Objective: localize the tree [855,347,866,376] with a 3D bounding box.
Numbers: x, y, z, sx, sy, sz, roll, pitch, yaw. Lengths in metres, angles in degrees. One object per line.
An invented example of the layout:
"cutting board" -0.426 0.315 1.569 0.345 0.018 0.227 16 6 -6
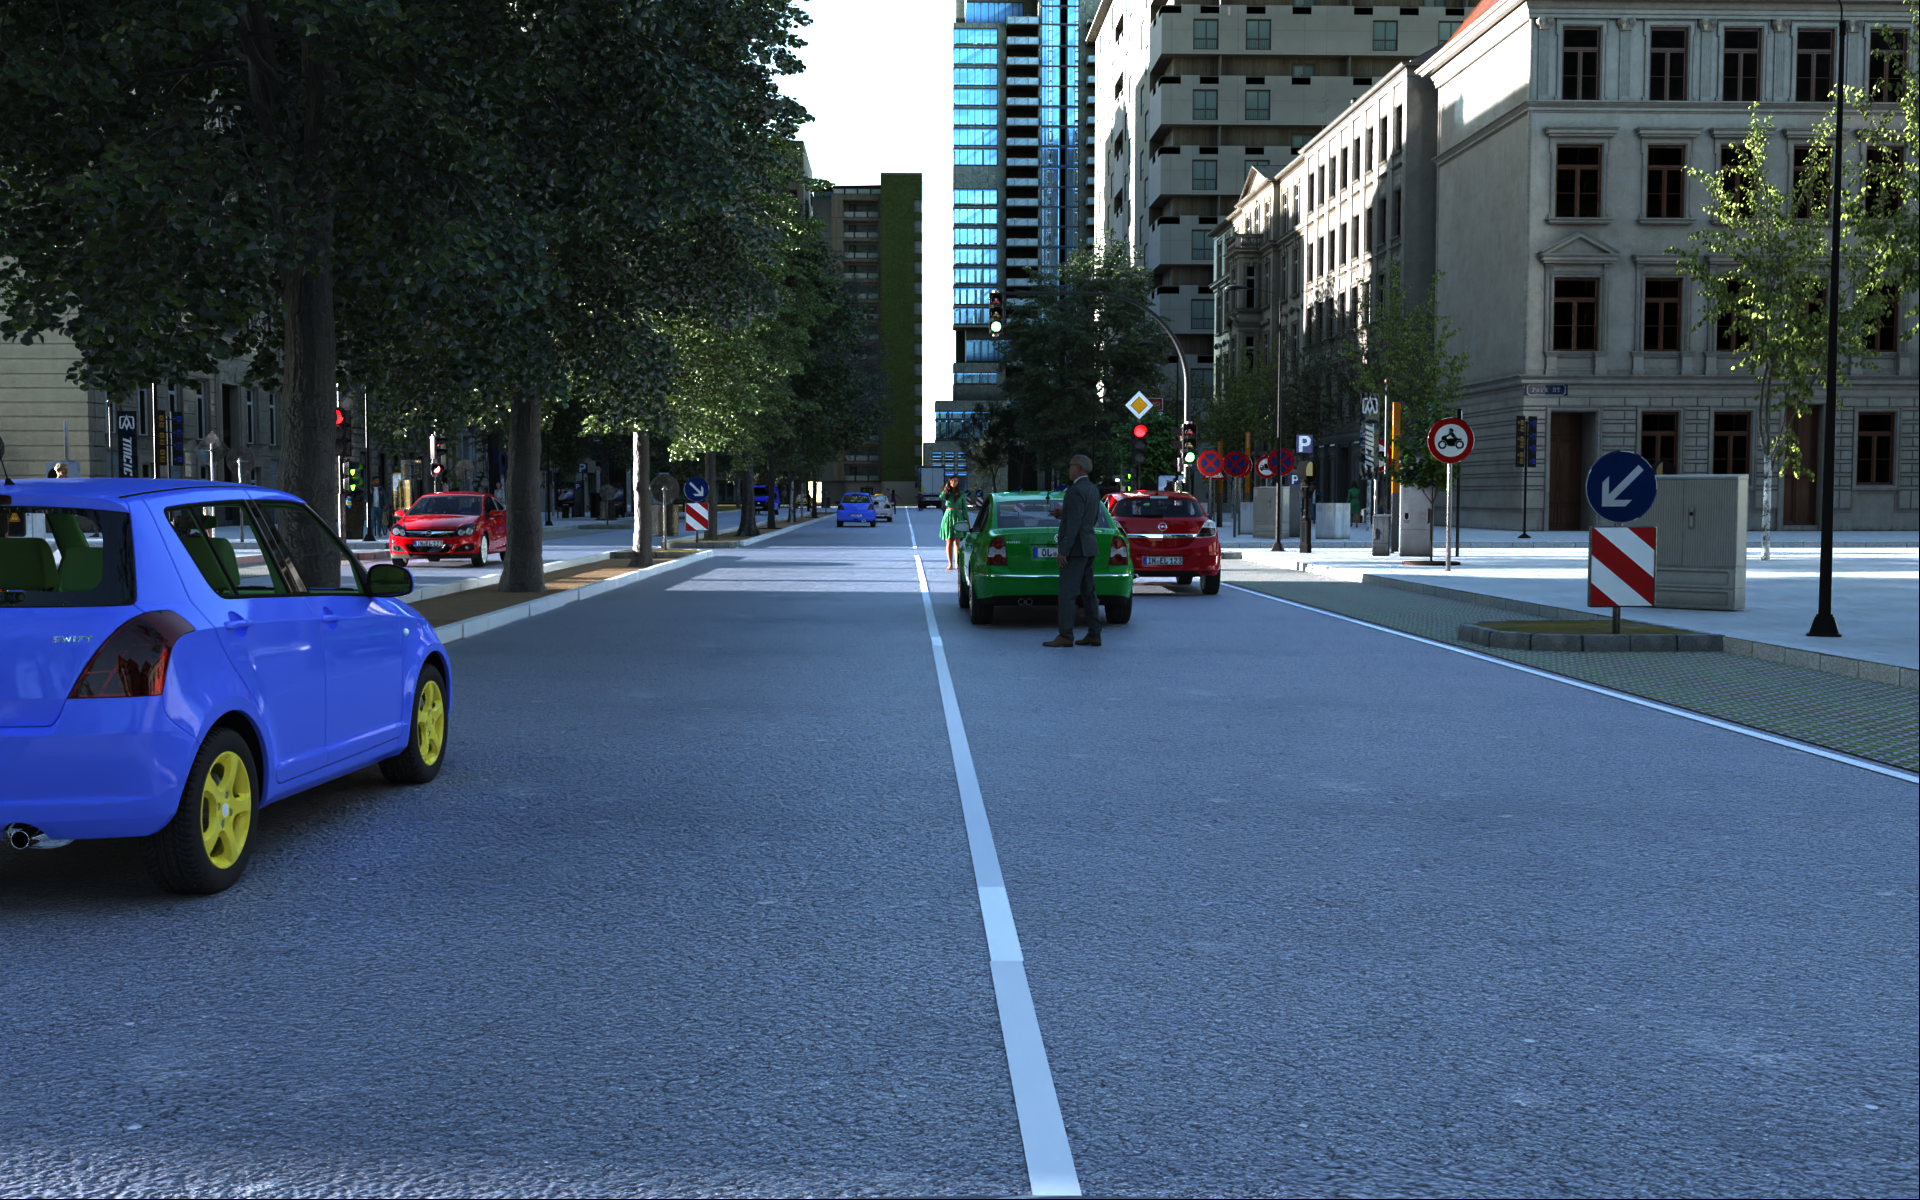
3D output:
"tree" -8.634 -10.233 87.886 7.486 12.596 7.792 0 3 0

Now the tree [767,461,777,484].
"tree" -20.925 -16.693 198.688 9.928 11.665 9.643 0 3 0

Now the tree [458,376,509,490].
"tree" -24.972 -8.712 92.809 4.360 8.622 3.978 0 3 0

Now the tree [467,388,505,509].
"tree" -25.591 -8.195 84.345 4.737 8.622 4.395 0 3 0

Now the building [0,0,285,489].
"building" -34.714 -16.580 68.346 12.463 27.353 25.104 0 4 -2

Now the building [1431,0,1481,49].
"building" 28.699 -34.074 146.344 28.713 52.752 27.495 0 4 -2

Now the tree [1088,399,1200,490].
"tree" 6.566 -4.644 59.639 4.285 4.588 4.351 0 3 0

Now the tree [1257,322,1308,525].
"tree" 14.069 -7.389 71.171 4.360 8.622 3.978 0 3 0

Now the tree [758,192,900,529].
"tree" -7.661 -9.621 70.125 12.009 13.543 11.850 0 3 0

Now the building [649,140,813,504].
"building" -30.235 -36.841 226.044 21.600 48.544 21.300 0 4 -2

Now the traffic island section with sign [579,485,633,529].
"traffic island section with sign" -14.523 -3.830 71.241 1.989 1.847 2.006 0 4 -2

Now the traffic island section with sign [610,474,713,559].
"traffic island section with sign" -6.754 -1.895 39.123 2.006 1.907 1.989 0 4 -2

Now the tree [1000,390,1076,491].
"tree" 5.590 -9.609 107.476 4.360 8.622 3.978 0 3 0

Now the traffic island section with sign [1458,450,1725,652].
"traffic island section with sign" 5.895 -0.485 16.558 1.989 1.847 2.006 0 4 -2

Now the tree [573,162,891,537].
"tree" -7.166 -8.491 58.296 9.611 12.733 9.660 0 3 0

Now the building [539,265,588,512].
"building" -36.031 -21.792 127.996 14.160 30.474 14.107 0 4 -2

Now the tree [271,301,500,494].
"tree" -17.829 -9.005 57.609 12.009 13.543 11.850 0 3 0

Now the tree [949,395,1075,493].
"tree" 4.805 -12.256 134.805 7.601 10.594 8.767 3 5 39

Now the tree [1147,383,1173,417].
"tree" 13.364 -9.939 112.858 4.737 8.622 4.395 0 3 0

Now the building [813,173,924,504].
"building" -11.769 -32.980 222.816 14.086 41.232 14.154 0 4 -2

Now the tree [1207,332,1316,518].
"tree" 14.294 -7.827 78.335 4.737 8.622 4.395 0 3 0

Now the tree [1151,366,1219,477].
"tree" 12.922 -9.124 99.532 4.360 8.622 3.978 0 3 0

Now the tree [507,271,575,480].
"tree" -17.546 -10.271 84.942 9.611 12.733 9.660 0 3 0

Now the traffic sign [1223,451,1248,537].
"traffic sign" 8.136 -3.128 51.245 0.768 2.556 0.104 0 3 0

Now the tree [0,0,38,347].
"tree" -5.854 -6.486 15.163 9.857 13.997 8.962 0 3 0

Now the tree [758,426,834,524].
"tree" -7.898 -7.844 81.074 4.360 8.622 3.978 0 3 0

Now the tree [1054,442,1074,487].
"tree" 6.562 -6.699 93.242 4.285 4.588 4.351 0 3 0

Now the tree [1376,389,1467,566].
"tree" 8.689 -2.260 31.556 1.663 3.219 1.824 0 3 0

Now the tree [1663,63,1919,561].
"tree" 15.785 -5.062 33.119 4.737 8.622 4.395 0 3 0

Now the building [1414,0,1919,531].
"building" 28.869 -13.937 64.027 21.152 22.565 11.583 0 4 -2

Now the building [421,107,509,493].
"building" -36.034 -19.853 110.493 13.634 28.700 20.117 0 4 -2

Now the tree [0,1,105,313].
"tree" -16.169 -6.035 24.424 9.928 11.665 9.643 0 3 0

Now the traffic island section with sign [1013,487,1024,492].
"traffic island section with sign" 3.193 -5.521 98.893 1.989 1.847 2.006 0 4 -2

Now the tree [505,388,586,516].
"tree" -24.102 -9.235 101.347 4.737 8.622 4.395 0 3 0

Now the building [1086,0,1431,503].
"building" 28.277 -35.752 173.788 28.713 52.752 27.495 0 4 -2

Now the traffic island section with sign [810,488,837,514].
"traffic island section with sign" -9.457 -6.941 121.625 2.006 1.907 1.989 0 4 -2

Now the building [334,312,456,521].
"building" -33.787 -13.857 91.185 10.561 19.102 19.286 0 4 -2

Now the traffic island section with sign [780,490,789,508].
"traffic island section with sign" -18.015 -10.335 177.610 1.989 1.847 2.006 0 4 -2

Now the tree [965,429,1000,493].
"tree" 3.304 -14.340 184.820 4.360 8.622 3.978 0 3 0

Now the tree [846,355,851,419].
"tree" -7.196 -7.866 49.198 7.486 12.596 7.792 0 3 0

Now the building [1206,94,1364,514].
"building" 23.539 -17.528 105.668 14.460 24.649 34.723 0 4 -2

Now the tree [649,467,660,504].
"tree" -18.463 -6.732 104.673 1.663 3.219 1.824 0 3 0

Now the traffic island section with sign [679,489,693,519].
"traffic island section with sign" -15.406 -5.477 98.182 1.989 1.847 2.006 0 4 -2

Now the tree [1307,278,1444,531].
"tree" 14.405 -6.694 59.802 4.360 8.622 3.978 0 3 0

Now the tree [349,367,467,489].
"tree" -25.061 -7.767 77.358 4.737 8.622 4.395 0 3 0

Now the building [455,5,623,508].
"building" -40.712 -31.901 145.290 21.300 48.544 21.600 0 4 -2

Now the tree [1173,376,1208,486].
"tree" 13.721 -8.254 85.309 4.737 8.622 4.395 0 3 0

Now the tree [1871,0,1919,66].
"tree" 14.944 -4.603 25.628 4.737 8.622 4.395 0 3 0

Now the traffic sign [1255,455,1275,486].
"traffic sign" 10.070 -3.477 56.953 0.768 2.556 0.104 0 4 0

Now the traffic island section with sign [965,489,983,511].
"traffic island section with sign" 1.540 -8.616 149.501 1.989 1.847 2.006 0 4 -2

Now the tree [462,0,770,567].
"tree" -6.349 -6.936 33.988 7.486 12.596 7.792 0 3 0

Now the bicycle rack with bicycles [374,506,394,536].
"bicycle rack with bicycles" -17.228 -2.504 54.329 2.852 0.926 2.925 -1 4 -15

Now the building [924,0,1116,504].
"building" 10.650 -55.836 225.591 31.000 86.520 22.319 0 4 -2

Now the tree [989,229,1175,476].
"tree" 5.982 -10.902 84.910 9.857 13.997 8.962 0 3 0

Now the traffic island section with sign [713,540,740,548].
"traffic island section with sign" -6.987 -2.348 46.526 2.006 1.907 1.989 0 4 -2

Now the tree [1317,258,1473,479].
"tree" 13.869 -6.309 53.517 4.737 8.622 4.395 0 3 0

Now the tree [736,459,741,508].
"tree" -19.183 -18.600 159.994 12.611 20.169 13.585 0 3 0

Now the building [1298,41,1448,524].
"building" 22.215 -14.049 78.855 9.793 20.994 18.267 0 4 -2

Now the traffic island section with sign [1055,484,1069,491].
"traffic island section with sign" 4.088 -3.866 71.839 1.989 1.847 2.006 0 4 -2
